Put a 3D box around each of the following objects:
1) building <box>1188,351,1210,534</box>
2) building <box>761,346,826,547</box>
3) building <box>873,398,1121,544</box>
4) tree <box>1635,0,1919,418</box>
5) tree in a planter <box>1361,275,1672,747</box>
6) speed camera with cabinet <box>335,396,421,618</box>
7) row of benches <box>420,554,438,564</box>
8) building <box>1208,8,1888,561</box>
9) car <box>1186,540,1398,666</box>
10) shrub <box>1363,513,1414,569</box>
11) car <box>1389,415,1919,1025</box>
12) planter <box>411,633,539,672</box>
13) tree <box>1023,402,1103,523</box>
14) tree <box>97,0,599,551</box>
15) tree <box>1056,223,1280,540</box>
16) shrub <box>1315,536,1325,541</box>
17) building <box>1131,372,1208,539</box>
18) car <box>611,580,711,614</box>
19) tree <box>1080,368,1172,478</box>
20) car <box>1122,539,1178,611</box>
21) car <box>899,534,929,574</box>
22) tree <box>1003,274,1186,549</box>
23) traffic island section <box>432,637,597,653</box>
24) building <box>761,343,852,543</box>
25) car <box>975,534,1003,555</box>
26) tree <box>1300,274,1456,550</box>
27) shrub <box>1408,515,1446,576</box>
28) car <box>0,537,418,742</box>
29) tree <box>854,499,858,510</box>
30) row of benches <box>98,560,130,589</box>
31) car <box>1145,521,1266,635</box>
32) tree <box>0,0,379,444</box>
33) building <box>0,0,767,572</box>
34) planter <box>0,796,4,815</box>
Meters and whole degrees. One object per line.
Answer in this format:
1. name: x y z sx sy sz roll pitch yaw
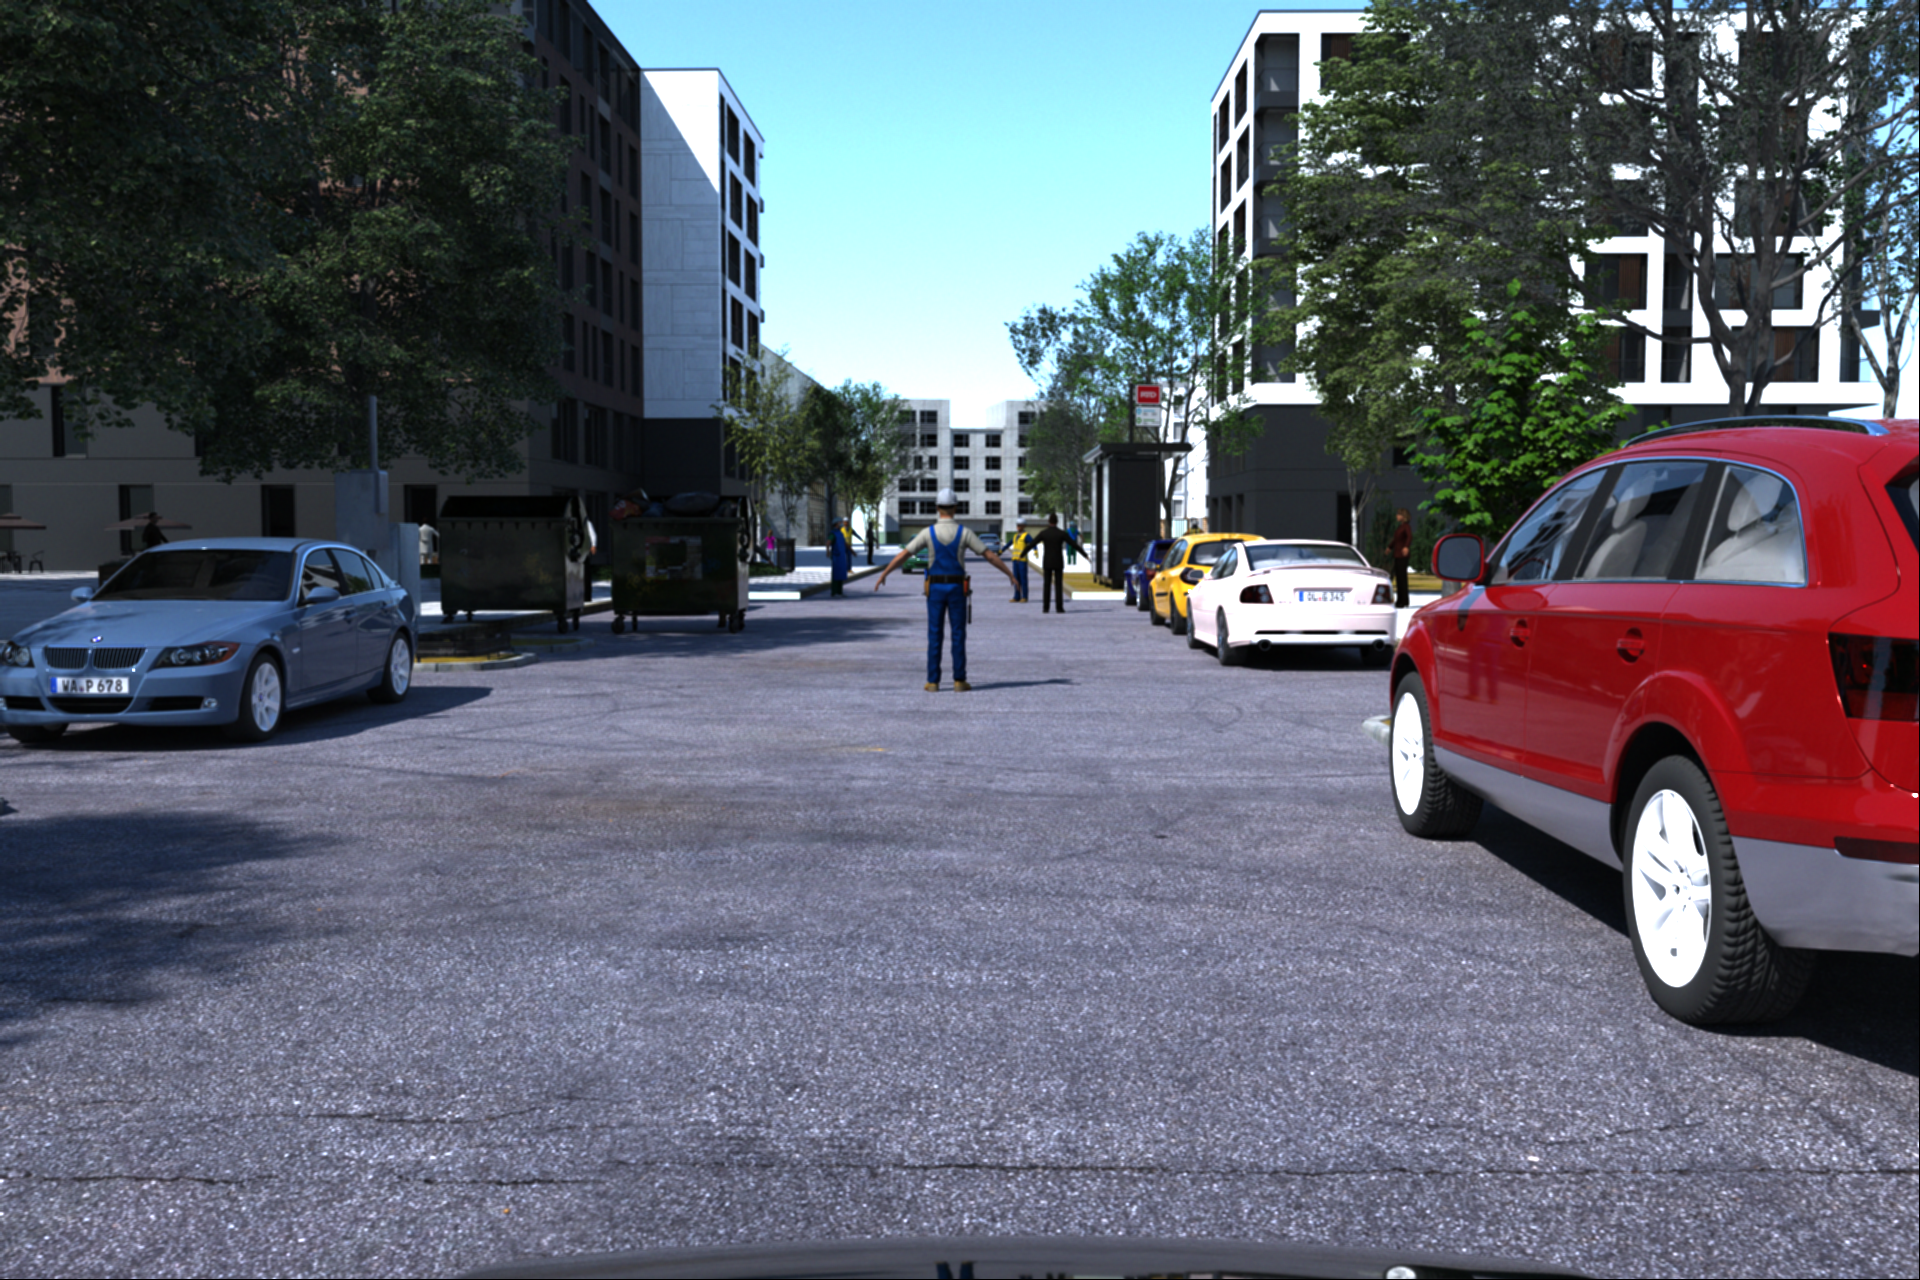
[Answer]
1. building: 28.896 -19.756 179.429 16.016 20.090 11.380 0 4 1
2. building: -24.216 -21.445 181.555 19.493 23.208 18.063 0 4 1
3. building: 4.745 -22.355 234.425 31.486 18.905 16.747 -1 4 -8
4. tree: 25.399 -11.878 50.090 12.611 20.169 13.585 0 3 0
5. tree in a planter: 3.882 -0.904 12.005 1.991 3.239 1.994 0 4 1
6. speed camera with cabinet: -8.582 -1.909 25.547 0.660 3.252 2.038 0 4 1
7. row of benches: -17.826 -2.570 57.479 4.104 0.672 1.422 -1 4 -22
8. building: 25.780 -14.686 84.087 27.936 21.610 32.646 0 4 1
9. car: 3.769 -0.479 20.191 2.083 1.381 4.827 0 4 1
10. shrub: 13.794 -3.156 55.646 1.661 2.075 1.752 0 3 0
11. car: 3.109 0.128 6.586 2.281 1.827 5.304 0 4 1
12. planter: -5.730 0.133 18.961 1.991 0.319 1.994 0 4 1
13. tree: 8.720 -12.886 136.440 9.928 11.665 9.643 0 3 0
14. tree: -11.748 -7.763 33.575 9.857 13.997 8.962 0 3 0
15. tree: 7.083 -8.138 58.817 9.928 11.665 9.643 0 3 0
16. shrub: 11.752 -2.792 56.761 1.383 1.207 1.383 0 3 0
17. building: 24.861 -21.142 202.097 16.016 20.090 11.380 0 4 1
18. car: -5.291 -1.365 32.109 2.009 1.686 4.222 0 4 1
19. tree: 8.005 -7.700 76.252 4.360 8.622 3.978 0 3 0
20. car: 4.163 -1.282 33.535 1.945 1.354 3.894 0 3 0
21. car: -1.168 -3.175 63.709 2.131 1.459 4.920 0 4 1
22. tree: 9.839 -16.465 125.093 12.611 20.169 13.585 0 3 0
23. traffic island section: -5.650 0.071 21.700 1.991 0.108 1.994 0 4 1
24. building: -22.808 -22.772 203.244 19.493 23.208 18.063 0 4 2
25. car: 1.917 -6.446 117.395 2.014 1.417 4.499 0 4 0
26. tree: 10.687 -5.938 47.444 4.360 8.622 3.978 0 3 0
27. shrub: 14.576 -3.006 53.562 1.690 2.028 1.600 0 3 0
28. car: -5.624 -0.088 13.445 2.014 1.417 4.499 0 4 1
29. tree: -15.382 -17.223 231.953 4.737 8.622 4.395 0 3 0
30. row of benches: -18.423 -1.572 41.159 4.104 0.672 1.422 0 4 -2
31. car: 3.851 -0.966 26.013 2.015 1.641 3.980 0 4 0
32. tree: -11.225 -6.818 18.129 9.857 13.997 8.962 0 3 0
33. building: -24.574 -14.105 74.588 27.936 21.610 32.646 0 4 2
34. planter: -5.893 0.780 8.388 1.991 0.319 1.994 0 4 0
